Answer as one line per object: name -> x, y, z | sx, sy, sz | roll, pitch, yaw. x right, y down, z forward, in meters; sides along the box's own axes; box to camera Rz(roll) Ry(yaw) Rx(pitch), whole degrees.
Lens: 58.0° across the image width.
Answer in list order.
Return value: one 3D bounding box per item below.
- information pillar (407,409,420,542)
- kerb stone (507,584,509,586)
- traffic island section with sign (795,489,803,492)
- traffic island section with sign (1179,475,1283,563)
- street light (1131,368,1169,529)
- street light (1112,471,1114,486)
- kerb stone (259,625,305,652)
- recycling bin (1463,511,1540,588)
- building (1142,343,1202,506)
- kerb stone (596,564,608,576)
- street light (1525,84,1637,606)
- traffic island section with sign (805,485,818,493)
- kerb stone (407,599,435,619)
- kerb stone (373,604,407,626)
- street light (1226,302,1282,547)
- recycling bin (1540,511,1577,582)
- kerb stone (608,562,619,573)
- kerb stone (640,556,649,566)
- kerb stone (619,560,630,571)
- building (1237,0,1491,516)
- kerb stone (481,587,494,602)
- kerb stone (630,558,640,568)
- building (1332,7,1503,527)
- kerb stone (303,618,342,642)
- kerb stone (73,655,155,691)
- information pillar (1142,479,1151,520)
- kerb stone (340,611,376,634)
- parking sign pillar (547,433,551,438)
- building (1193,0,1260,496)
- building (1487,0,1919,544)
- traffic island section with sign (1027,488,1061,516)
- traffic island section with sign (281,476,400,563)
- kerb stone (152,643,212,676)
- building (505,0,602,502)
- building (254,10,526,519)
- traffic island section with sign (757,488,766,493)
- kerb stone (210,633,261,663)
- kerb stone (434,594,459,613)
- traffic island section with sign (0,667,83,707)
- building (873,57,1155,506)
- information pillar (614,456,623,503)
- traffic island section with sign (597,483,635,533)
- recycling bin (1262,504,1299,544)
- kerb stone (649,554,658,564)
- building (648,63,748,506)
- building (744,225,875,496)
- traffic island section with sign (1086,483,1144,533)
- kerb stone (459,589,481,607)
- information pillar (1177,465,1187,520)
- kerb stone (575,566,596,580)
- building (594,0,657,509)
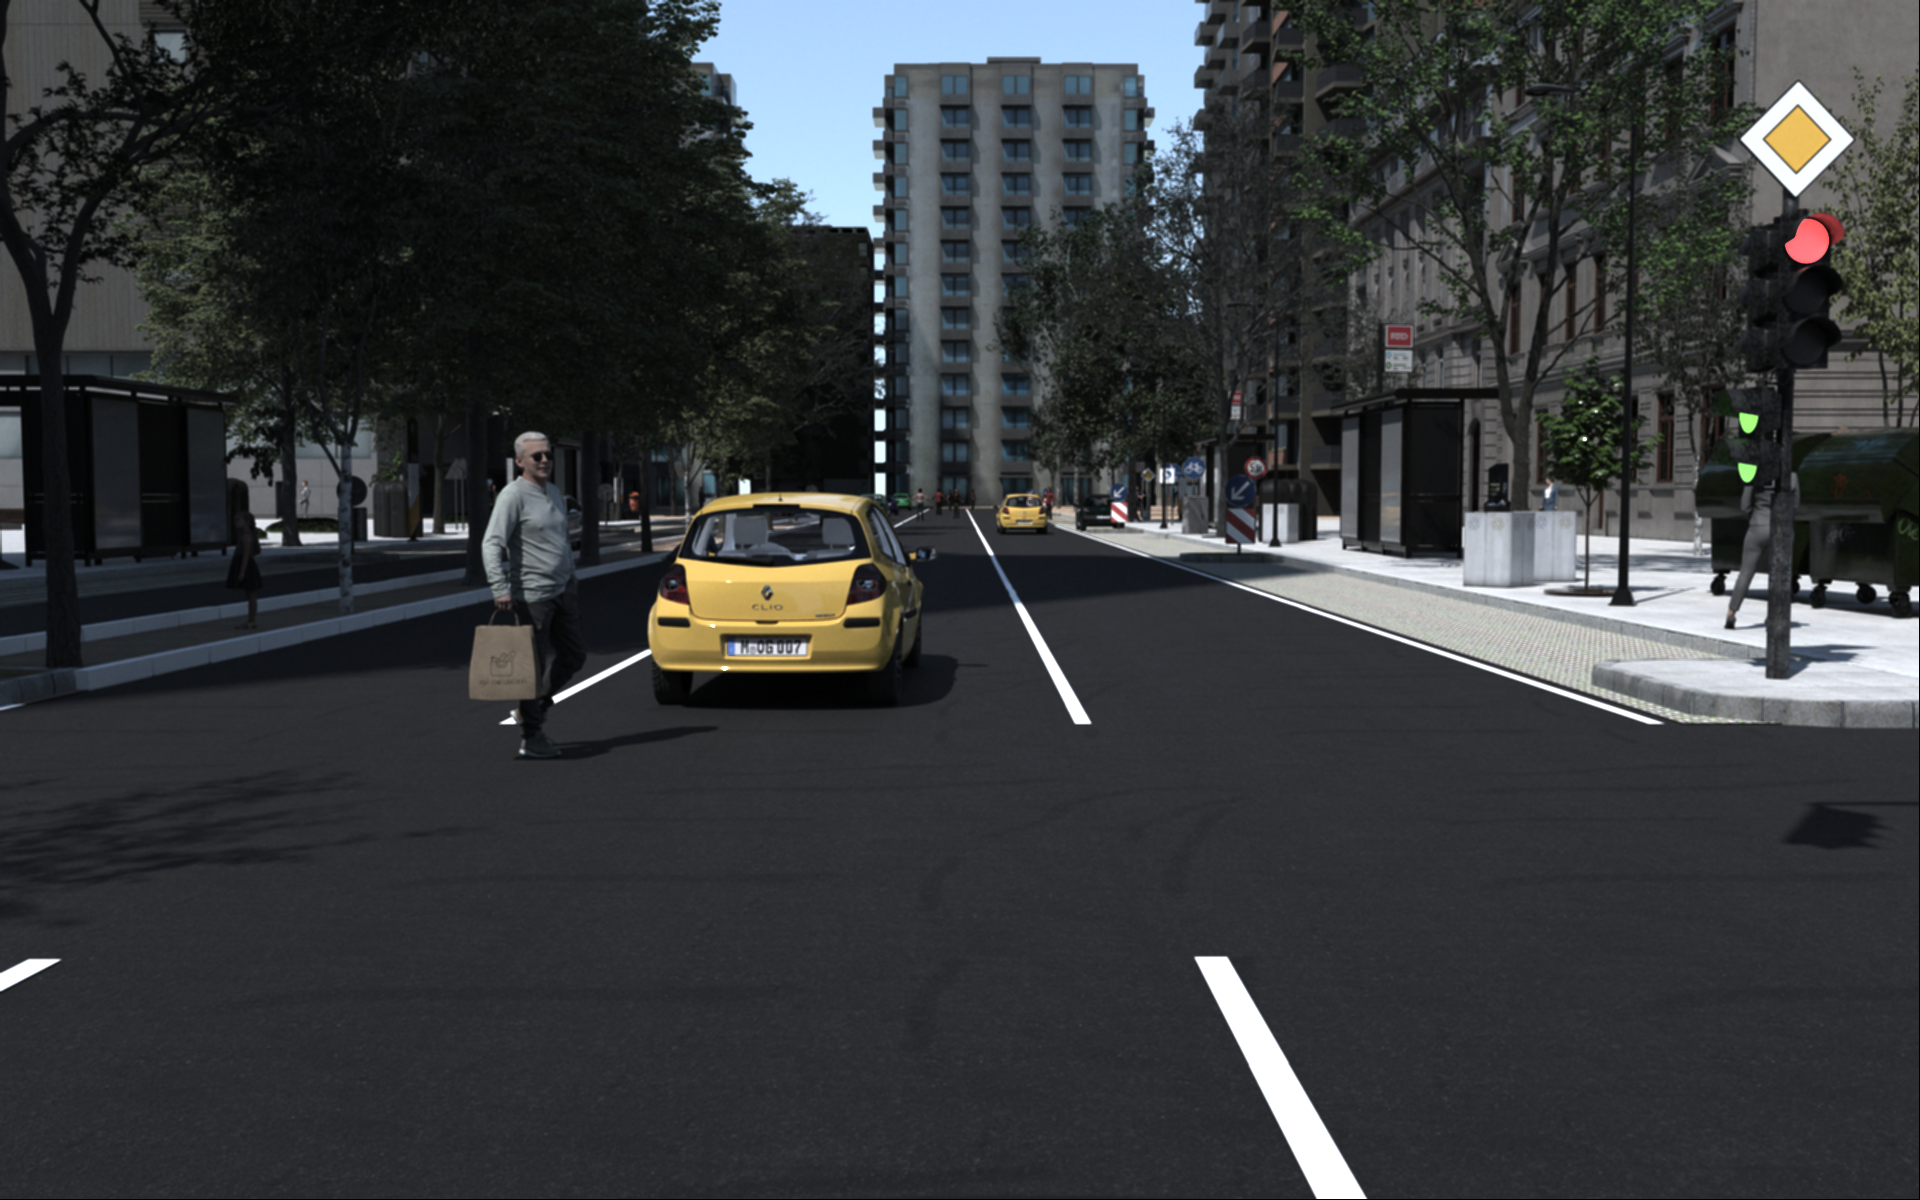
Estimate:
information pillar -> -14.808, -3.398, 46.907 | 0.183, 3.616, 0.504 | 1, 4, 8
kerb stone -> -6.404, -0.135, 24.406 | 0.120, 0.150, 1.000 | 0, 3, 0
traffic island section with sign -> -13.122, -8.130, 141.550 | 1.989, 1.847, 2.006 | 0, 3, 0
traffic island section with sign -> 5.696, -1.714, 36.653 | 1.989, 1.847, 2.006 | 0, 3, 0
street light -> 7.029, -5.604, 64.171 | 1.470, 5.913, 1.316 | 0, 3, 0
street light -> 7.087, -6.941, 86.025 | 1.470, 5.913, 1.316 | 0, 3, 0
kerb stone -> -6.400, 0.367, 16.188 | 0.120, 0.150, 1.000 | 0, 3, 0
recycling bin -> 7.494, -0.705, 24.073 | 0.722, 1.027, 0.722 | -3, 5, -43
building -> 35.631, -21.436, 195.515 | 28.899, 21.520, 27.650 | 0, 3, 0
kerb stone -> -6.415, -0.511, 30.554 | 0.120, 0.150, 1.000 | 0, 3, 0
street light -> 7.102, -2.890, 19.800 | 1.470, 5.913, 1.316 | 0, 3, 0
traffic island section with sign -> -7.507, -4.814, 86.842 | 2.006, 1.907, 1.989 | 0, 3, 0
kerb stone -> -6.400, 0.116, 20.295 | 0.120, 0.150, 1.000 | 0, 3, 0
kerb stone -> -6.408, 0.179, 19.271 | 0.120, 0.150, 1.000 | 0, 3, 0
street light -> 7.130, -4.247, 41.988 | 1.470, 5.913, 1.316 | 0, 3, 0
recycling bin -> 8.593, -0.791, 25.491 | 0.722, 1.027, 0.722 | 0, 4, -2
kerb stone -> -6.415, -0.574, 31.580 | 0.120, 0.150, 1.000 | 0, 3, 0
kerb stone -> -6.414, -0.757, 34.653 | 0.120, 0.150, 1.000 | 0, 3, 0
kerb stone -> -6.423, -0.637, 32.607 | 0.120, 0.150, 1.000 | 0, 3, 0
building -> 29.196, -27.656, 106.808 | 22.147, 44.769, 28.867 | 0, 3, 0
kerb stone -> -6.406, -0.072, 23.380 | 0.120, 0.150, 1.000 | 0, 3, 0
kerb stone -> -6.414, -0.697, 33.629 | 0.120, 0.150, 1.000 | 0, 3, 0
building -> 25.210, -14.257, 74.902 | 13.314, 21.916, 24.055 | 0, 3, 0
kerb stone -> -6.406, 0.306, 17.213 | 0.120, 0.150, 1.000 | 0, 3, 0
kerb stone -> -6.400, 0.556, 13.098 | 0.120, 0.150, 1.000 | 0, 3, 0
information pillar -> 9.285, -5.001, 86.251 | 0.304, 2.012, 0.304 | 3, 5, 45
kerb stone -> -6.404, 0.246, 18.236 | 0.120, 0.150, 1.000 | 0, 3, 0
parking sign pillar -> -17.051, -5.054, 71.109 | 1.447, 3.967, 1.447 | -1, 4, -8
building -> 30.519, -31.609, 136.415 | 23.786, 49.044, 30.456 | 0, 3, 0
building -> 24.388, -13.215, 52.224 | 11.583, 22.565, 21.152 | 0, 3, 0
traffic island section with sign -> 5.624, -6.444, 113.985 | 1.989, 1.847, 2.006 | 0, 3, 0
traffic island section with sign -> -13.022, -1.715, 36.668 | 1.989, 1.847, 2.006 | 0, 3, 0
kerb stone -> -6.403, 0.493, 14.128 | 0.120, 0.150, 1.000 | 0, 3, 0
building -> -33.981, -26.830, 122.268 | 14.154, 41.232, 14.086 | 0, 3, 0
building -> -41.101, -31.238, 99.981 | 28.713, 52.752, 27.495 | 0, 3, 0
traffic island section with sign -> -13.092, -6.481, 114.595 | 1.989, 1.847, 2.006 | 0, 3, 0
kerb stone -> -6.399, 0.431, 15.155 | 0.120, 0.150, 1.000 | 0, 3, 0
kerb stone -> -6.403, 0.054, 21.320 | 0.120, 0.150, 1.000 | 0, 3, 0
traffic island section with sign -> -7.431, -0.218, 11.704 | 2.006, 1.907, 1.989 | 0, 3, 0
building -> 5.789, -35.054, 192.736 | 30.456, 49.044, 23.786 | 0, 3, 0
information pillar -> -17.165, -5.851, 87.020 | 0.183, 3.616, 0.504 | 3, 5, 42
traffic island section with sign -> -13.045, -3.364, 63.623 | 1.989, 1.847, 2.006 | 0, 3, 0
recycling bin -> 8.312, -1.979, 44.910 | 0.722, 1.027, 0.722 | 3, 4, 36
kerb stone -> -6.415, -0.825, 35.680 | 0.120, 0.150, 1.000 | 0, 3, 0
building -> -38.774, -35.026, 192.290 | 30.456, 49.044, 23.786 | 0, 3, 0
building -> -16.489, -25.516, 188.883 | 14.107, 30.474, 14.160 | 0, 3, 0
traffic island section with sign -> 5.662, -3.363, 63.608 | 1.989, 1.847, 2.006 | 0, 3, 0
kerb stone -> -6.407, -0.009, 22.348 | 0.120, 0.150, 1.000 | 0, 3, 0
information pillar -> 11.061, -5.792, 86.056 | 0.504, 3.616, 0.183 | 3, 5, 44
kerb stone -> -6.411, -0.446, 29.529 | 0.120, 0.150, 1.000 | 0, 3, 0
building -> -37.097, -42.964, 140.709 | 20.611, 71.187, 20.563 | 0, 3, 0
